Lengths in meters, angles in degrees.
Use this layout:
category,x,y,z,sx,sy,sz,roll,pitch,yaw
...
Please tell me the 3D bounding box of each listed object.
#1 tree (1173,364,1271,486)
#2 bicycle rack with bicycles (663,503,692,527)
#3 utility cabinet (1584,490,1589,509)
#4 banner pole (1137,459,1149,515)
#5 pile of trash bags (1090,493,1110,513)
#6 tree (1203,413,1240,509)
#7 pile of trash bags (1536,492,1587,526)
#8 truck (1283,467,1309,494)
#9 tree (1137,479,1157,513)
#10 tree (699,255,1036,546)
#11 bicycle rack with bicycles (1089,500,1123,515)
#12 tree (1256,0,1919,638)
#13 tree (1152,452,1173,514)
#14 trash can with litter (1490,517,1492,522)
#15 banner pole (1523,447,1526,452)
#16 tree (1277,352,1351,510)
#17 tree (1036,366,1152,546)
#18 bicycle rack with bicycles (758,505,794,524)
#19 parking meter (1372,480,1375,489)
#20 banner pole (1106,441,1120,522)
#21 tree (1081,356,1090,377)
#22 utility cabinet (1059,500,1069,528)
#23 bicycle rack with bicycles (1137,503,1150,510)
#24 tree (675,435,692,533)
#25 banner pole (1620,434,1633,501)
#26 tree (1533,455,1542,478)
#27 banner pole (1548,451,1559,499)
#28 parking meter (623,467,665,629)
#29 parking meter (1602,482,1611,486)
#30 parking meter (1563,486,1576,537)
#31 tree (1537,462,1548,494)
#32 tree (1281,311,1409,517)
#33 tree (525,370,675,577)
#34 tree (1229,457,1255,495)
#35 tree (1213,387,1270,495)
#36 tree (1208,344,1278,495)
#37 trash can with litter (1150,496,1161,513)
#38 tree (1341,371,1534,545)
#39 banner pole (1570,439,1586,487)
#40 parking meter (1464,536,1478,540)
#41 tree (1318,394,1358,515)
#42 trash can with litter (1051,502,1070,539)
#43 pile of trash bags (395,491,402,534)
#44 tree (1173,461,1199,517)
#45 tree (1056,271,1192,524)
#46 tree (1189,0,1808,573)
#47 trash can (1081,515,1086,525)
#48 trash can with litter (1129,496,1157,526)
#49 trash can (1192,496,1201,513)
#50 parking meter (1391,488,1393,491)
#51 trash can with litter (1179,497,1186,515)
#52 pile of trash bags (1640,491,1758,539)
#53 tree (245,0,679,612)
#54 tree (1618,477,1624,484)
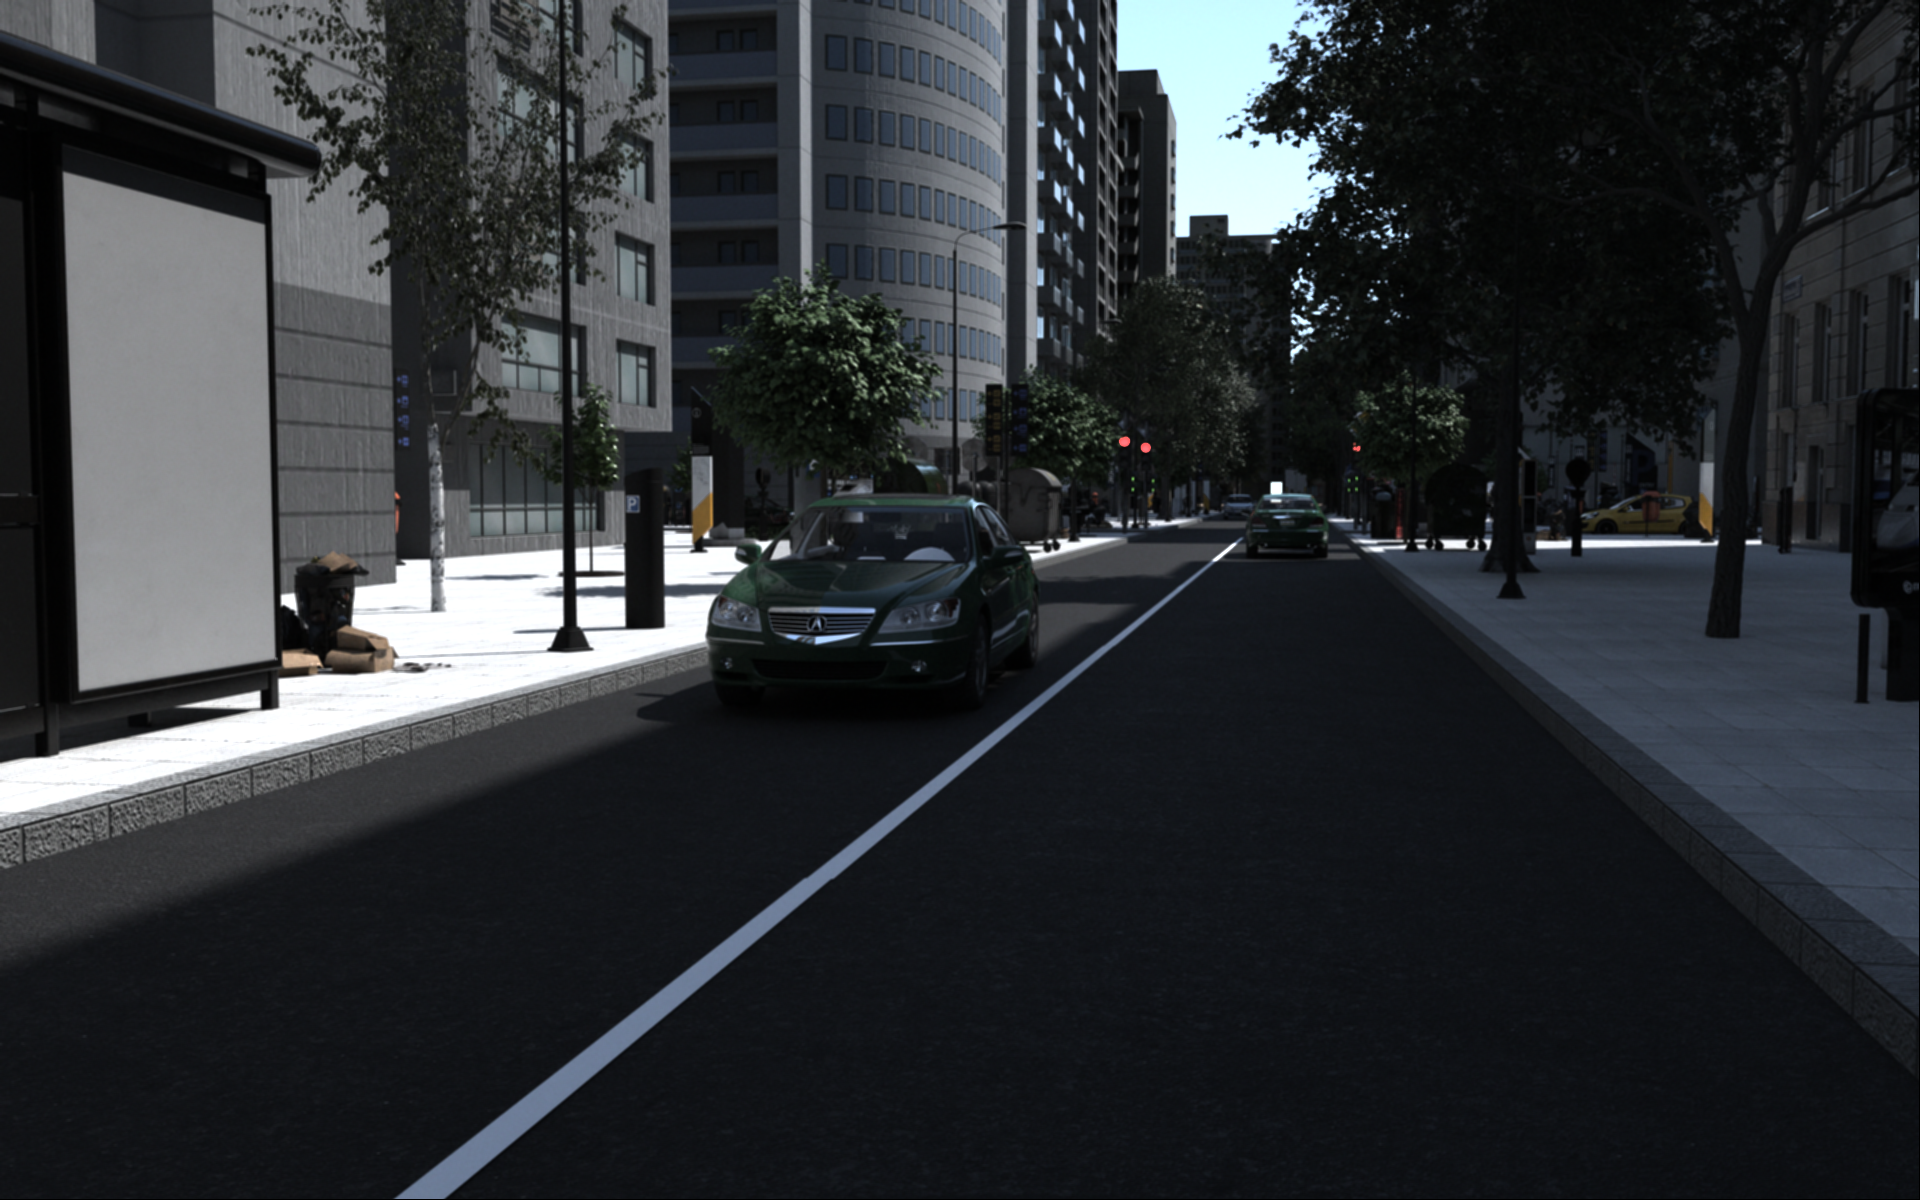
category,x,y,z,sx,sy,sz,roll,pitch,yaw
tree,23.186,-15.287,156.601,9.857,13.997,8.962,0,3,0
bicycle rack with bicycles,-11.885,-3.402,69.002,2.852,0.926,2.925,0,4,1
utility cabinet,36.674,-5.689,101.692,0.318,1.500,1.173,1,4,11
banner pole,11.447,-7.217,108.018,0.863,3.779,0.401,-2,4,-24
pile of trash bags,9.439,-6.764,120.341,1.912,1.369,3.447,0,4,0
tree,20.219,-11.432,137.271,4.737,8.622,4.395,0,3,0
pile of trash bags,24.036,-3.621,68.948,1.912,1.369,3.447,0,4,-2
truck,35.767,-11.957,184.417,2.839,4.237,11.283,1,4,11
tree,12.459,-7.531,117.738,1.663,3.219,1.824,0,3,0
tree,-1.867,-2.458,23.904,4.285,4.588,4.351,0,3,0
bicycle rack with bicycles,7.699,-5.556,104.217,2.852,0.926,2.925,-2,4,-24
tree,6.743,-4.921,14.874,8.767,10.594,7.601,1,4,12
tree,3.512,-4.206,52.475,4.285,4.588,4.351,0,3,0
trash can with litter,25.194,-4.234,80.284,1.678,1.210,2.233,-1,4,-9
banner pole,30.069,-6.263,92.424,0.401,3.779,0.863,2,4,25
tree,30.389,-14.363,141.485,9.857,13.997,8.962,0,3,0
tree,1.900,-3.658,43.528,4.285,4.588,4.351,0,3,0
bicycle rack with bicycles,-4.866,-2.679,57.189,2.925,0.926,2.852,3,5,42
parking meter,17.066,-3.983,70.833,0.399,1.863,0.255,-3,5,-42
banner pole,7.032,-5.440,78.958,0.863,3.779,0.401,2,4,24
tree,10.349,-10.446,87.799,9.611,12.733,9.660,0,3,0
utility cabinet,3.734,-3.321,65.457,1.020,1.237,0.306,1,4,13
bicycle rack with bicycles,12.556,-6.876,125.800,2.925,0.926,2.852,-2,4,-26
tree,-9.002,-3.817,57.008,1.663,3.219,1.824,0,3,0
banner pole,27.950,-5.060,72.742,0.863,3.779,0.401,-2,4,-27
tree,31.543,-7.059,99.120,4.285,4.588,4.351,0,3,0
banner pole,34.289,-6.729,100.031,0.401,3.779,0.863,-2,4,-34
parking meter,-3.023,-0.500,16.588,0.372,1.533,0.369,0,3,0
parking meter,31.579,-4.824,84.587,0.399,1.863,0.255,3,4,38
parking meter,18.373,-2.676,52.161,0.372,1.533,0.369,0,3,0
tree,34.725,-6.683,103.868,1.663,3.219,1.824,0,3,0
tree,21.767,-10.533,97.971,9.928,11.665,9.643,0,3,0
tree,-5.780,-2.001,27.315,1.663,3.219,1.824,0,3,0
tree,32.013,-15.311,200.697,4.360,8.622,3.978,0,3,0
tree,28.685,-16.108,181.496,7.486,12.596,7.792,0,3,0
tree,33.501,-21.931,214.466,12.611,20.169,13.585,0,3,0
trash can with litter,13.137,-6.311,114.580,1.055,1.170,0.624,-3,5,-39
tree,11.403,-3.714,44.430,4.285,4.588,4.351,0,3,0
banner pole,27.967,-5.423,78.687,0.863,3.779,0.401,3,5,42
parking meter,14.391,-2.633,48.760,0.399,1.863,0.255,1,4,10
tree,23.880,-9.550,106.497,4.360,8.622,3.978,0,3,0
trash can with litter,2.705,-2.327,49.440,0.624,1.170,1.055,2,4,31
pile of trash bags,-18.058,-2.619,52.581,3.447,1.369,1.912,2,4,32
tree,12.072,-7.084,99.536,4.285,4.588,4.351,0,3,0
tree,7.225,-8.467,72.842,7.601,10.594,8.767,3,5,40
tree,8.937,-6.795,28.113,9.611,12.733,9.660,0,3,0
trash can,4.722,-3.517,69.159,0.748,1.137,0.748,0,3,0
trash can with litter,7.198,-3.637,70.523,1.678,1.210,2.233,1,4,17
trash can,15.885,-6.426,116.718,0.748,1.137,0.748,0,3,0
parking meter,17.243,-3.752,69.753,0.372,1.533,0.369,0,3,0
trash can with litter,13.805,-5.813,106.437,0.624,1.170,1.055,-2,4,-28
pile of trash bags,21.651,-2.512,50.830,1.912,1.369,3.447,-3,5,-44
tree,-5.459,-4.176,18.638,4.360,8.622,3.978,0,3,0
tree,40.837,-6.712,104.340,1.663,3.219,1.824,0,3,0
